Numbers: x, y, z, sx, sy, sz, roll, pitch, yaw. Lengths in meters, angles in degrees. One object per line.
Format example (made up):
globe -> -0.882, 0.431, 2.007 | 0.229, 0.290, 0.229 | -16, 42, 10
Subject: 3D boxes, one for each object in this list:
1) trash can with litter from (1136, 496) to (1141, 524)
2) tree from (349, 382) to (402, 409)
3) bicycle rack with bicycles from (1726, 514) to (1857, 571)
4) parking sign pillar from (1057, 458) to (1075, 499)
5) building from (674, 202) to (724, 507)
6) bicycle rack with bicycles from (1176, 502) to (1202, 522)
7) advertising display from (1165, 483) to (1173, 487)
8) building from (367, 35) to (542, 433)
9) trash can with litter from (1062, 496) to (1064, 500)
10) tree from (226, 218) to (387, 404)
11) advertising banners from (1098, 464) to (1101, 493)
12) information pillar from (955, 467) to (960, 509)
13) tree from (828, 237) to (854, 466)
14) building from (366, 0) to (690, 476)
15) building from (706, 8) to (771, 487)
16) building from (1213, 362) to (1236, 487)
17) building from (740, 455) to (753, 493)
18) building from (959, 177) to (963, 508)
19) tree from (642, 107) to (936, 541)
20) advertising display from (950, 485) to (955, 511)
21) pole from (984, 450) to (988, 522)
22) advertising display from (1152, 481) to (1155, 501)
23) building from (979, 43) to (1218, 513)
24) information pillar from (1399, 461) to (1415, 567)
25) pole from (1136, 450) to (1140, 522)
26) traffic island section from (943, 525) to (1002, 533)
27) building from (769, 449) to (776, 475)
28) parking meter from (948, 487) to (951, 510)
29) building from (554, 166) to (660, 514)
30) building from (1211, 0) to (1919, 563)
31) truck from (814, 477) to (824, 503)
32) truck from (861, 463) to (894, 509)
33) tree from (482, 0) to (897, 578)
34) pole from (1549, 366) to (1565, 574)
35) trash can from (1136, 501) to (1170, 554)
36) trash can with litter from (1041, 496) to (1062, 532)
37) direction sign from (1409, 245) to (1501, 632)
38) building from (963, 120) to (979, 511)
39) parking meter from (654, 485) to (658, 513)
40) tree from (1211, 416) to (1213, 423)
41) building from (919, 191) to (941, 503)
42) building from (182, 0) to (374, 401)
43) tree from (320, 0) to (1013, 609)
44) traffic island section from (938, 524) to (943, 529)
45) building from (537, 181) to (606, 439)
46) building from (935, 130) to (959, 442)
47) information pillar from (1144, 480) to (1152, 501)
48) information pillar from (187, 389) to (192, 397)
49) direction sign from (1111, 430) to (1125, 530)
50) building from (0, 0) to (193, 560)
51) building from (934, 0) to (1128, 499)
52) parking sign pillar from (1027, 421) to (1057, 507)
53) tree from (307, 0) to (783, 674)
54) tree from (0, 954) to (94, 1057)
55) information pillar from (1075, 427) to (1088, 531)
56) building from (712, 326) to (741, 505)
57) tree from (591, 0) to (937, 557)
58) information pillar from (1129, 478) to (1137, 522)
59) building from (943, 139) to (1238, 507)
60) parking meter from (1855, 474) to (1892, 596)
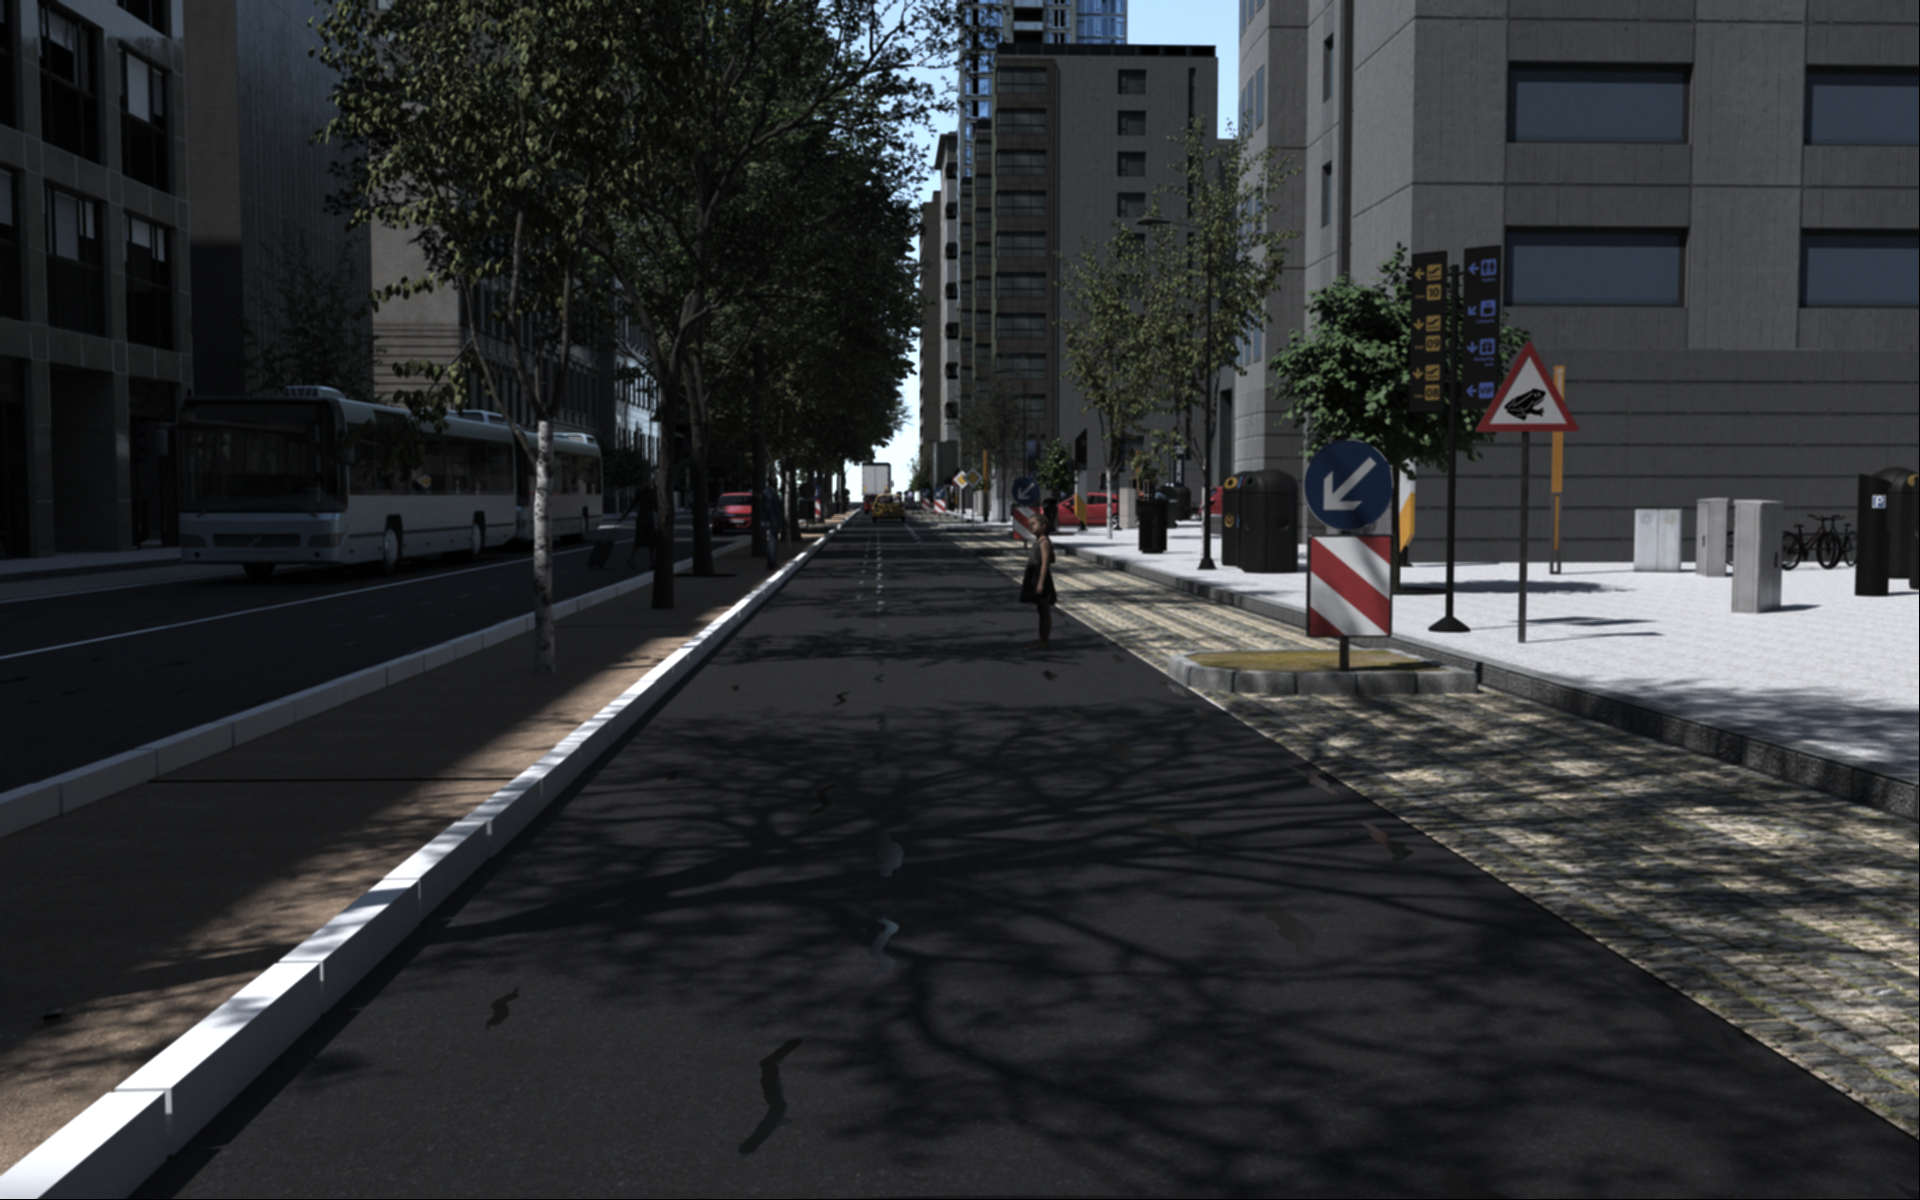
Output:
trash can with litter -> 7.147, -3.879, 74.487 | 2.233, 1.210, 1.678 | 1, 4, 19
tree -> -17.537, -4.095, 50.670 | 4.285, 4.588, 4.351 | 0, 3, 0
bicycle rack with bicycles -> 14.627, -1.041, 30.398 | 2.925, 0.926, 2.852 | -1, 4, -19
parking sign pillar -> 5.789, -6.595, 96.306 | 1.447, 3.967, 1.447 | 1, 4, 21
building -> -37.576, -32.630, 188.118 | 22.147, 44.769, 28.867 | 0, 4, -3
bicycle rack with bicycles -> 11.530, -4.167, 81.518 | 2.925, 0.926, 2.852 | -1, 4, -14
advertising display -> 12.003, -5.637, 97.385 | 0.974, 1.923, 0.123 | 1, 4, 18
building -> -26.223, -14.231, 81.830 | 9.793, 20.994, 18.267 | 0, 4, -3
trash can with litter -> 4.879, -4.730, 88.728 | 0.624, 1.170, 1.055 | -3, 4, -36
tree -> -17.188, -5.862, 46.211 | 4.360, 8.622, 3.978 | 0, 3, 0
advertising banners -> 8.096, -6.389, 100.645 | 0.090, 3.025, 2.074 | 0, 4, 1
information pillar -> -0.233, -9.519, 146.984 | 0.504, 3.616, 0.183 | -2, 4, -33
tree -> -4.526, -5.634, 44.932 | 4.737, 8.622, 4.395 | 0, 3, 0
building -> -39.508, -34.871, 159.375 | 28.713, 52.752, 27.495 | 0, 4, -3
building -> -41.136, -58.810, 274.212 | 22.319, 86.520, 31.000 | 0, 4, -3
building -> 28.730, -47.275, 85.619 | 31.000, 86.520, 22.319 | 0, 4, -3
building -> -39.562, -36.148, 245.649 | 22.147, 44.769, 28.867 | 0, 4, -3
building -> 6.804, -23.779, 160.482 | 14.160, 30.474, 14.107 | 0, 4, -3
tree -> -5.143, -8.756, 52.265 | 9.857, 13.997, 8.962 | 0, 3, 0
advertising display -> -0.540, -7.516, 128.093 | 0.123, 1.923, 0.974 | -1, 4, -15
pole -> 1.194, -5.275, 80.094 | 0.158, 3.312, 0.155 | 0, 3, 0
advertising display -> 9.911, -5.110, 88.755 | 0.123, 1.923, 0.974 | 0, 4, 8
building -> 8.956, -21.006, 115.155 | 14.160, 30.474, 14.107 | 0, 4, -3
information pillar -> 7.869, -2.393, 30.480 | 0.183, 3.616, 0.504 | -1, 4, -10
pole -> 8.284, -5.321, 80.844 | 0.158, 3.312, 0.155 | 0, 3, 0
traffic island section -> 0.506, -2.608, 64.929 | 2.009, 0.180, 2.903 | 0, 4, -3
building -> -39.192, -39.635, 298.146 | 14.600, 45.320, 14.200 | 0, 4, -3
parking meter -> -0.703, -7.969, 135.997 | 0.399, 1.863, 0.255 | -2, 4, -29
building -> -28.737, -20.010, 124.425 | 12.463, 27.353, 25.104 | 0, 4, -3
building -> 18.138, -30.764, 44.992 | 21.231, 58.520, 28.212 | 0, 4, -3
truck -> -23.464, -18.192, 286.349 | 2.839, 4.237, 11.283 | 0, 4, -4
truck -> -7.609, -10.420, 159.273 | 2.839, 4.237, 11.283 | 0, 4, -1
tree -> -4.556, -6.208, 29.716 | 9.928, 11.665, 9.643 | 0, 3, 0
pole -> 9.522, -2.066, 27.617 | 0.158, 3.312, 0.155 | 0, 3, 0
trash can -> 4.171, -1.577, 37.441 | 0.748, 1.137, 0.748 | 0, 3, 0
trash can with litter -> 2.989, -2.916, 59.071 | 0.624, 1.170, 1.055 | -1, 4, -8
direction sign -> 4.586, -1.476, 16.131 | 0.876, 3.537, 0.379 | 3, 5, 42
building -> 7.873, -22.354, 137.195 | 14.160, 30.474, 14.107 | 0, 4, -3
parking meter -> -20.154, -6.682, 114.962 | 0.255, 1.863, 0.399 | 0, 4, -7
tree -> 17.001, -9.463, 105.082 | 4.360, 8.622, 3.978 | 0, 3, 0
building -> 4.529, -39.642, 271.851 | 21.300, 48.544, 21.600 | 0, 4, -3
building -> -35.232, -14.387, 54.287 | 30.058, 24.678, 14.314 | 0, 4, -3
tree -> -3.712, -5.141, 20.931 | 8.767, 10.594, 7.601 | 0, 4, -3
traffic island section -> 0.124, -3.096, 72.905 | 2.009, 0.180, 2.903 | 0, 4, -3
building -> -27.911, -16.229, 101.498 | 11.583, 22.565, 21.152 | 0, 4, -3
building -> 11.085, -40.261, 247.506 | 28.713, 52.752, 27.495 | 0, 4, -3
information pillar -> 9.912, -5.306, 91.241 | 0.304, 2.012, 0.304 | -3, 4, -36
information pillar -> -17.186, -2.897, 38.724 | 0.183, 3.616, 0.504 | -2, 4, -26
direction sign -> 5.606, -4.250, 61.486 | 0.379, 3.537, 0.876 | 3, 4, 36
building -> -27.575, -13.452, 24.455 | 19.350, 26.468, 34.151 | 0, 4, -3
building -> 8.511, -54.599, 205.365 | 22.319, 86.520, 31.000 | 0, 4, -3
parking sign pillar -> 2.721, -4.581, 63.365 | 1.447, 3.967, 1.447 | 0, 4, 1
tree -> -3.360, -3.728, 13.770 | 4.737, 8.622, 4.395 | 0, 3, 0
tree -> -3.044, -5.598, 4.352 | 12.009, 13.543, 11.850 | 0, 3, 0
information pillar -> 4.239, -4.234, 60.574 | 0.504, 3.616, 0.183 | -3, 4, -38
building -> -34.273, -26.843, 210.586 | 14.160, 30.474, 14.107 | 0, 4, -3
tree -> -4.409, -7.212, 38.495 | 7.486, 12.596, 7.792 | 0, 3, 0
information pillar -> 7.928, -4.579, 79.356 | 0.304, 2.012, 0.304 | -1, 4, -19
building -> 14.505, -29.829, 179.588 | 32.217, 40.220, 23.993 | 0, 4, -3
parking meter -> 11.515, -0.821, 21.833 | 0.372, 1.533, 0.369 | 0, 3, 0
